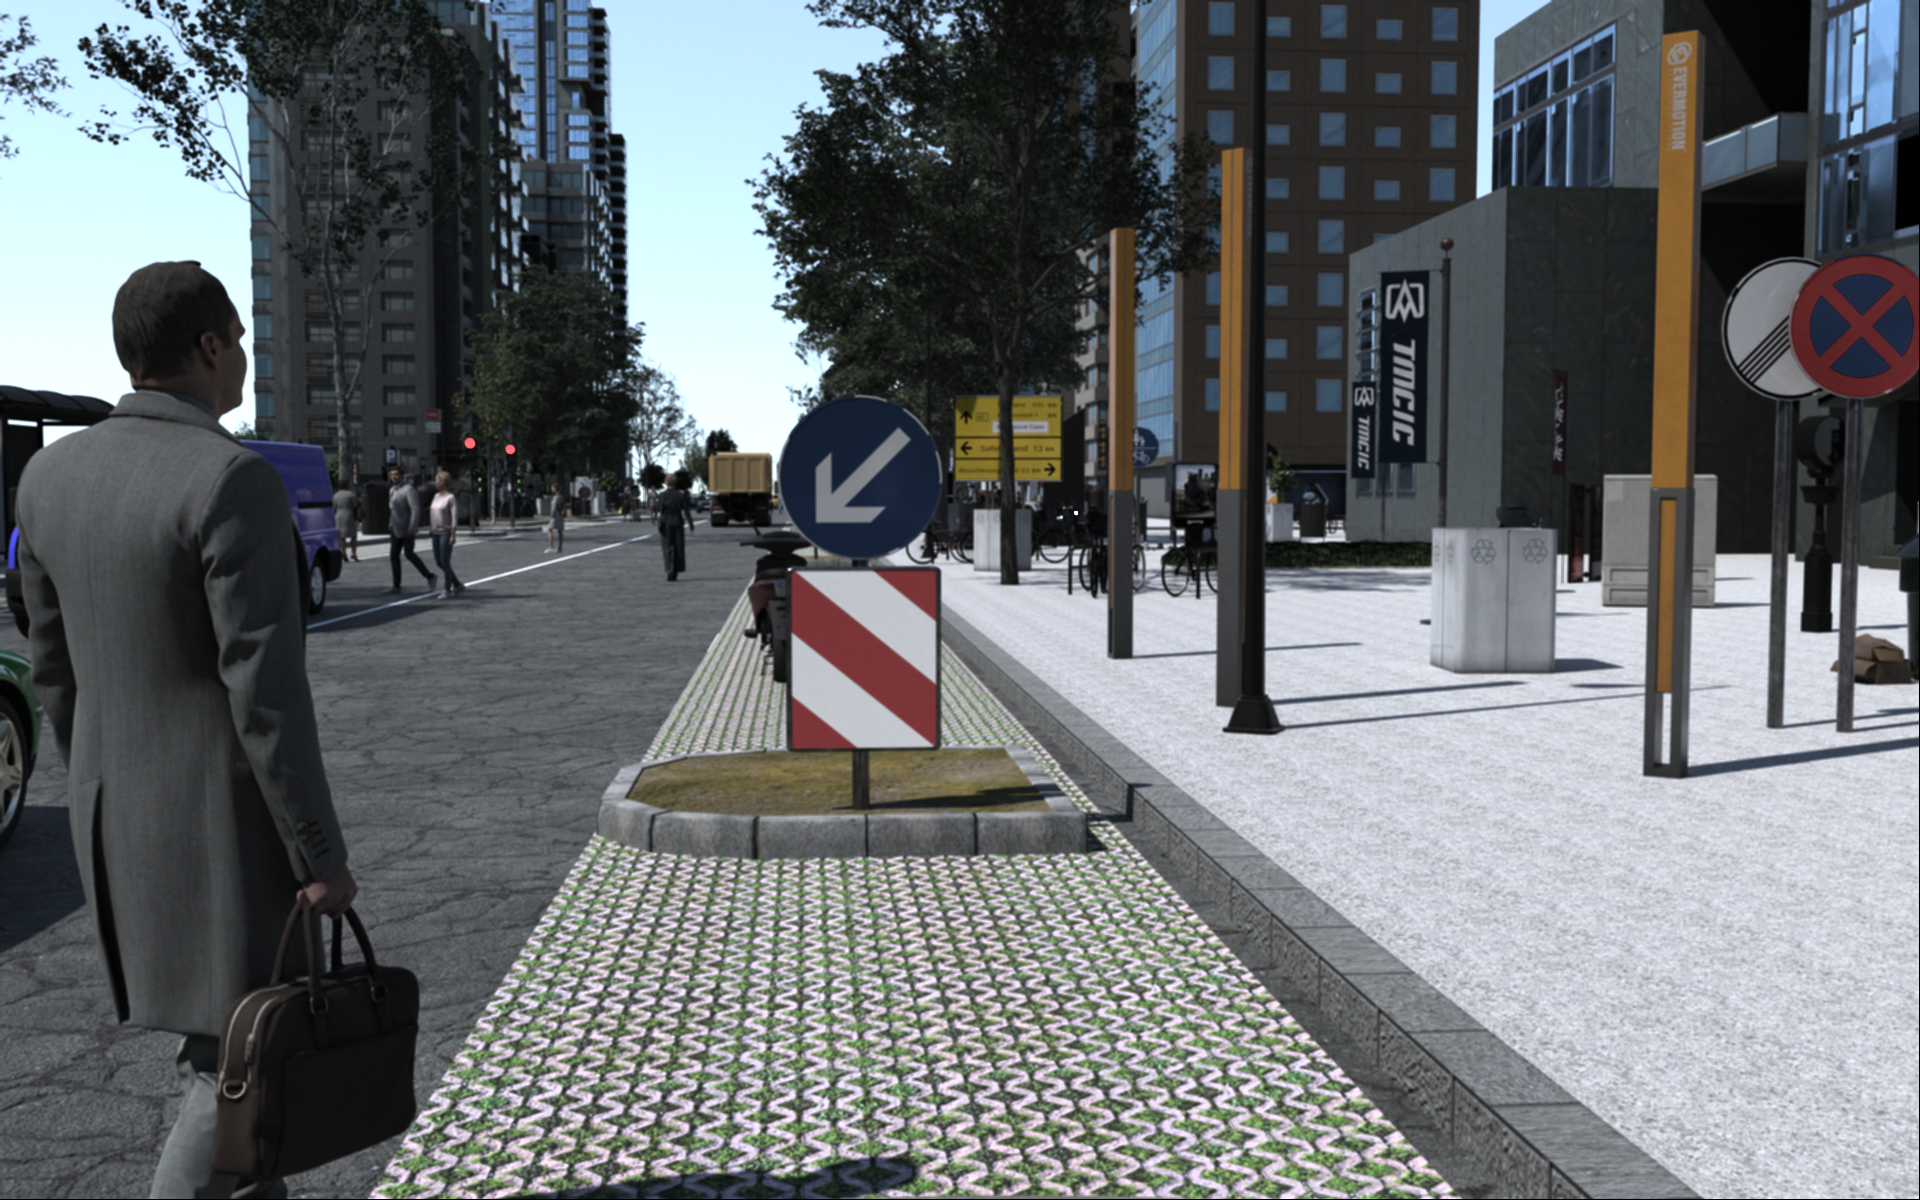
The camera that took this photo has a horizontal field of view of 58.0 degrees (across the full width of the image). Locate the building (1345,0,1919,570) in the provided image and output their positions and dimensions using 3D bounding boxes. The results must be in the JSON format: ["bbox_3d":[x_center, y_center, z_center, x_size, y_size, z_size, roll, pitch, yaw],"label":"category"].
[{"bbox_3d":[22.963,-43.870,29.954,22.319,86.520,31.000,0,4,-5],"label":"building"}]

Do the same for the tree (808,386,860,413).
[{"bbox_3d":[-6.504,-9.222,101.138,4.737,8.622,4.395,0,3,0],"label":"tree"}]

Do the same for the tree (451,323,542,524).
[{"bbox_3d":[-20.171,-7.612,74.813,4.737,8.622,4.395,0,3,0],"label":"tree"}]

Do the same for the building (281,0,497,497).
[{"bbox_3d":[-47.715,-28.282,146.002,14.154,41.232,14.086,0,4,-5],"label":"building"}]

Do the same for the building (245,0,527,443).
[{"bbox_3d":[-54.298,-33.510,167.493,23.786,49.044,30.456,0,4,-5],"label":"building"}]

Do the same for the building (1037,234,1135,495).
[{"bbox_3d":[21.458,-17.478,130.808,27.650,21.520,28.899,0,4,-5],"label":"building"}]

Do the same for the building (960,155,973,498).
[{"bbox_3d":[7.539,-32.654,184.002,14.600,45.320,14.200,0,4,-5],"label":"building"}]

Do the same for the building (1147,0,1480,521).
[{"bbox_3d":[16.959,-26.808,88.415,14.200,45.320,14.600,0,4,-5],"label":"building"}]

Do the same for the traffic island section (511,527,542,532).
[{"bbox_3d":[-17.147,-2.694,66.331,2.009,0.180,2.903,0,4,-5],"label":"traffic island section"}]

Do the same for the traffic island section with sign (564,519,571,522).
[{"bbox_3d":[-19.145,-4.881,88.435,1.989,1.847,2.006,0,4,-5],"label":"traffic island section with sign"}]

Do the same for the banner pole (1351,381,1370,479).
[{"bbox_3d":[8.038,-2.679,33.824,0.863,3.779,0.401,2,4,26],"label":"banner pole"}]

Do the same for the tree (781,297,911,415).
[{"bbox_3d":[-9.893,-18.371,156.258,12.611,20.169,13.585,0,3,0],"label":"tree"}]

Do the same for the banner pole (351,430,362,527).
[{"bbox_3d":[-23.711,-4.741,67.528,0.863,3.779,0.401,1,4,20],"label":"banner pole"}]

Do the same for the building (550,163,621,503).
[{"bbox_3d":[-62.211,-38.564,250.125,23.786,49.044,30.456,0,4,-5],"label":"building"}]

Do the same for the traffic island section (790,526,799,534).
[{"bbox_3d":[-5.602,-2.757,67.360,2.009,0.180,2.903,0,4,-5],"label":"traffic island section"}]

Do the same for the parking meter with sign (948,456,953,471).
[{"bbox_3d":[-0.464,-5.145,80.387,0.543,3.016,1.738,-1,4,-13],"label":"parking meter with sign"}]

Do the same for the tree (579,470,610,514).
[{"bbox_3d":[-24.176,-7.288,113.765,1.663,3.219,1.824,0,3,0],"label":"tree"}]

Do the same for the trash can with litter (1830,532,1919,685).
[{"bbox_3d":[6.555,-0.024,11.780,1.055,1.170,0.624,-1,4,-14],"label":"trash can with litter"}]

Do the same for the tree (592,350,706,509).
[{"bbox_3d":[-27.057,-14.595,148.993,12.009,13.543,11.850,0,3,0],"label":"tree"}]

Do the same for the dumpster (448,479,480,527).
[{"bbox_3d":[-19.424,-3.765,67.315,1.264,1.857,1.865,0,4,-5],"label":"dumpster"}]

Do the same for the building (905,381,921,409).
[{"bbox_3d":[5.907,-26.312,275.248,27.650,21.520,28.899,0,4,-5],"label":"building"}]

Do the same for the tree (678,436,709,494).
[{"bbox_3d":[-35.389,-17.336,233.809,4.737,8.622,4.395,0,3,0],"label":"tree"}]

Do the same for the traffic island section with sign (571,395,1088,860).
[{"bbox_3d":[-0.569,0.056,7.710,1.989,1.847,2.006,0,4,-5],"label":"traffic island section with sign"}]

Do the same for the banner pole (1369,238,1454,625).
[{"bbox_3d":[4.539,-1.657,17.104,0.863,3.779,0.401,1,4,21],"label":"banner pole"}]

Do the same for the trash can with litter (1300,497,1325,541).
[{"bbox_3d":[7.984,-1.606,37.314,2.233,1.210,1.678,1,4,12],"label":"trash can with litter"}]

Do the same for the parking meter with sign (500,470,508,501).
[{"bbox_3d":[-32.130,-7.693,122.037,0.543,3.016,1.738,-2,4,-33],"label":"parking meter with sign"}]

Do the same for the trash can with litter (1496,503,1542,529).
[{"bbox_3d":[7.240,-0.661,22.193,0.624,1.170,1.055,0,4,5],"label":"trash can with litter"}]

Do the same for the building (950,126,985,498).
[{"bbox_3d":[5.745,-31.502,198.655,14.154,41.232,14.086,0,4,-5],"label":"building"}]

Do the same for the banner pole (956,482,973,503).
[{"bbox_3d":[0.005,-4.291,60.169,0.401,3.779,0.863,-1,4,-21],"label":"banner pole"}]

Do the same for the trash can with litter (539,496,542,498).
[{"bbox_3d":[-27.039,-6.038,110.111,1.055,1.170,0.624,0,4,-5],"label":"trash can with litter"}]

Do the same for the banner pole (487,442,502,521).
[{"bbox_3d":[-22.416,-5.714,83.433,0.401,3.779,0.863,3,5,44],"label":"banner pole"}]

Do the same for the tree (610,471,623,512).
[{"bbox_3d":[-24.579,-7.806,122.230,1.663,3.219,1.824,0,3,0],"label":"tree"}]

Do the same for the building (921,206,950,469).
[{"bbox_3d":[1.721,-36.758,251.108,14.600,45.320,14.200,0,4,-5],"label":"building"}]

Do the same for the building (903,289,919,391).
[{"bbox_3d":[-2.864,-37.419,295.399,14.154,41.232,14.086,0,4,-5],"label":"building"}]

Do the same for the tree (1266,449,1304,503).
[{"bbox_3d":[13.724,-4.886,74.487,1.663,3.219,1.824,0,3,0],"label":"tree"}]

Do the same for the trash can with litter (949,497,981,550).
[{"bbox_3d":[0.575,-1.759,39.816,2.233,1.210,1.678,1,4,19],"label":"trash can with litter"}]

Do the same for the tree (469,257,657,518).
[{"bbox_3d":[-21.758,-11.486,94.443,9.857,13.997,8.962,0,3,0],"label":"tree"}]

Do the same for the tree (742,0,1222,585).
[{"bbox_3d":[0.414,-5.482,24.044,7.601,10.594,8.767,-3,4,-37],"label":"tree"}]

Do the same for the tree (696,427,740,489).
[{"bbox_3d":[-40.498,-22.988,292.854,9.611,12.733,9.660,0,3,0],"label":"tree"}]

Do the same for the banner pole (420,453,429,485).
[{"bbox_3d":[-32.294,-7.009,104.618,0.401,3.779,0.863,2,4,28],"label":"banner pole"}]

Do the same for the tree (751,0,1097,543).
[{"bbox_3d":[-0.593,-8.498,45.593,9.857,13.997,8.962,0,3,0],"label":"tree"}]

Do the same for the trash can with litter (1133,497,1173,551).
[{"bbox_3d":[4.456,-1.784,40.230,1.678,1.210,2.233,2,4,31],"label":"trash can with litter"}]

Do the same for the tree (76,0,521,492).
[{"bbox_3d":[-18.691,-11.809,48.958,12.611,20.169,13.585,0,3,0],"label":"tree"}]

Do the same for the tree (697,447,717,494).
[{"bbox_3d":[-38.480,-19.215,264.522,4.360,8.622,3.978,0,3,0],"label":"tree"}]

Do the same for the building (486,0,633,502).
[{"bbox_3d":[-64.127,-59.140,279.604,22.319,86.520,31.000,0,4,-5],"label":"building"}]

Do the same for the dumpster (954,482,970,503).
[{"bbox_3d":[-0.234,-4.049,71.957,1.264,1.857,1.865,0,4,-5],"label":"dumpster"}]

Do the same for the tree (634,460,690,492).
[{"bbox_3d":[-28.610,-10.896,161.859,4.285,4.588,4.351,0,3,0],"label":"tree"}]

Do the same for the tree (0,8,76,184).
[{"bbox_3d":[-16.066,-6.697,19.869,12.009,13.543,11.850,0,3,0],"label":"tree"}]

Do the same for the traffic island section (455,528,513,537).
[{"bbox_3d":[-16.432,-2.208,58.378,2.009,0.180,2.903,0,4,-5],"label":"traffic island section"}]

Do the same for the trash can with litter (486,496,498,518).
[{"bbox_3d":[-24.927,-4.922,91.863,0.624,1.170,1.055,-3,5,-42],"label":"trash can with litter"}]

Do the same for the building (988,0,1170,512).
[{"bbox_3d":[9.830,-30.914,155.559,14.600,45.320,14.200,0,4,-5],"label":"building"}]

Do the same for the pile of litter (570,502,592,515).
[{"bbox_3d":[-22.936,-5.520,104.212,1.719,0.858,1.176,-1,4,-11],"label":"pile of litter"}]

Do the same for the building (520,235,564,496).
[{"bbox_3d":[-51.851,-25.655,191.152,14.160,30.474,14.107,0,4,-5],"label":"building"}]

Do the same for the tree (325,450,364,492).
[{"bbox_3d":[-46.093,-8.874,128.811,4.285,4.588,4.351,0,3,0],"label":"tree"}]

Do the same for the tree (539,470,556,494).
[{"bbox_3d":[-33.064,-8.836,139.065,1.663,3.219,1.824,0,3,0],"label":"tree"}]

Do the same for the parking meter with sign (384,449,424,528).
[{"bbox_3d":[-21.420,-4.317,66.848,1.738,3.016,0.543,2,4,33],"label":"parking meter with sign"}]

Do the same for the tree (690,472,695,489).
[{"bbox_3d":[-32.406,-13.304,201.240,4.285,4.588,4.351,0,3,0],"label":"tree"}]
